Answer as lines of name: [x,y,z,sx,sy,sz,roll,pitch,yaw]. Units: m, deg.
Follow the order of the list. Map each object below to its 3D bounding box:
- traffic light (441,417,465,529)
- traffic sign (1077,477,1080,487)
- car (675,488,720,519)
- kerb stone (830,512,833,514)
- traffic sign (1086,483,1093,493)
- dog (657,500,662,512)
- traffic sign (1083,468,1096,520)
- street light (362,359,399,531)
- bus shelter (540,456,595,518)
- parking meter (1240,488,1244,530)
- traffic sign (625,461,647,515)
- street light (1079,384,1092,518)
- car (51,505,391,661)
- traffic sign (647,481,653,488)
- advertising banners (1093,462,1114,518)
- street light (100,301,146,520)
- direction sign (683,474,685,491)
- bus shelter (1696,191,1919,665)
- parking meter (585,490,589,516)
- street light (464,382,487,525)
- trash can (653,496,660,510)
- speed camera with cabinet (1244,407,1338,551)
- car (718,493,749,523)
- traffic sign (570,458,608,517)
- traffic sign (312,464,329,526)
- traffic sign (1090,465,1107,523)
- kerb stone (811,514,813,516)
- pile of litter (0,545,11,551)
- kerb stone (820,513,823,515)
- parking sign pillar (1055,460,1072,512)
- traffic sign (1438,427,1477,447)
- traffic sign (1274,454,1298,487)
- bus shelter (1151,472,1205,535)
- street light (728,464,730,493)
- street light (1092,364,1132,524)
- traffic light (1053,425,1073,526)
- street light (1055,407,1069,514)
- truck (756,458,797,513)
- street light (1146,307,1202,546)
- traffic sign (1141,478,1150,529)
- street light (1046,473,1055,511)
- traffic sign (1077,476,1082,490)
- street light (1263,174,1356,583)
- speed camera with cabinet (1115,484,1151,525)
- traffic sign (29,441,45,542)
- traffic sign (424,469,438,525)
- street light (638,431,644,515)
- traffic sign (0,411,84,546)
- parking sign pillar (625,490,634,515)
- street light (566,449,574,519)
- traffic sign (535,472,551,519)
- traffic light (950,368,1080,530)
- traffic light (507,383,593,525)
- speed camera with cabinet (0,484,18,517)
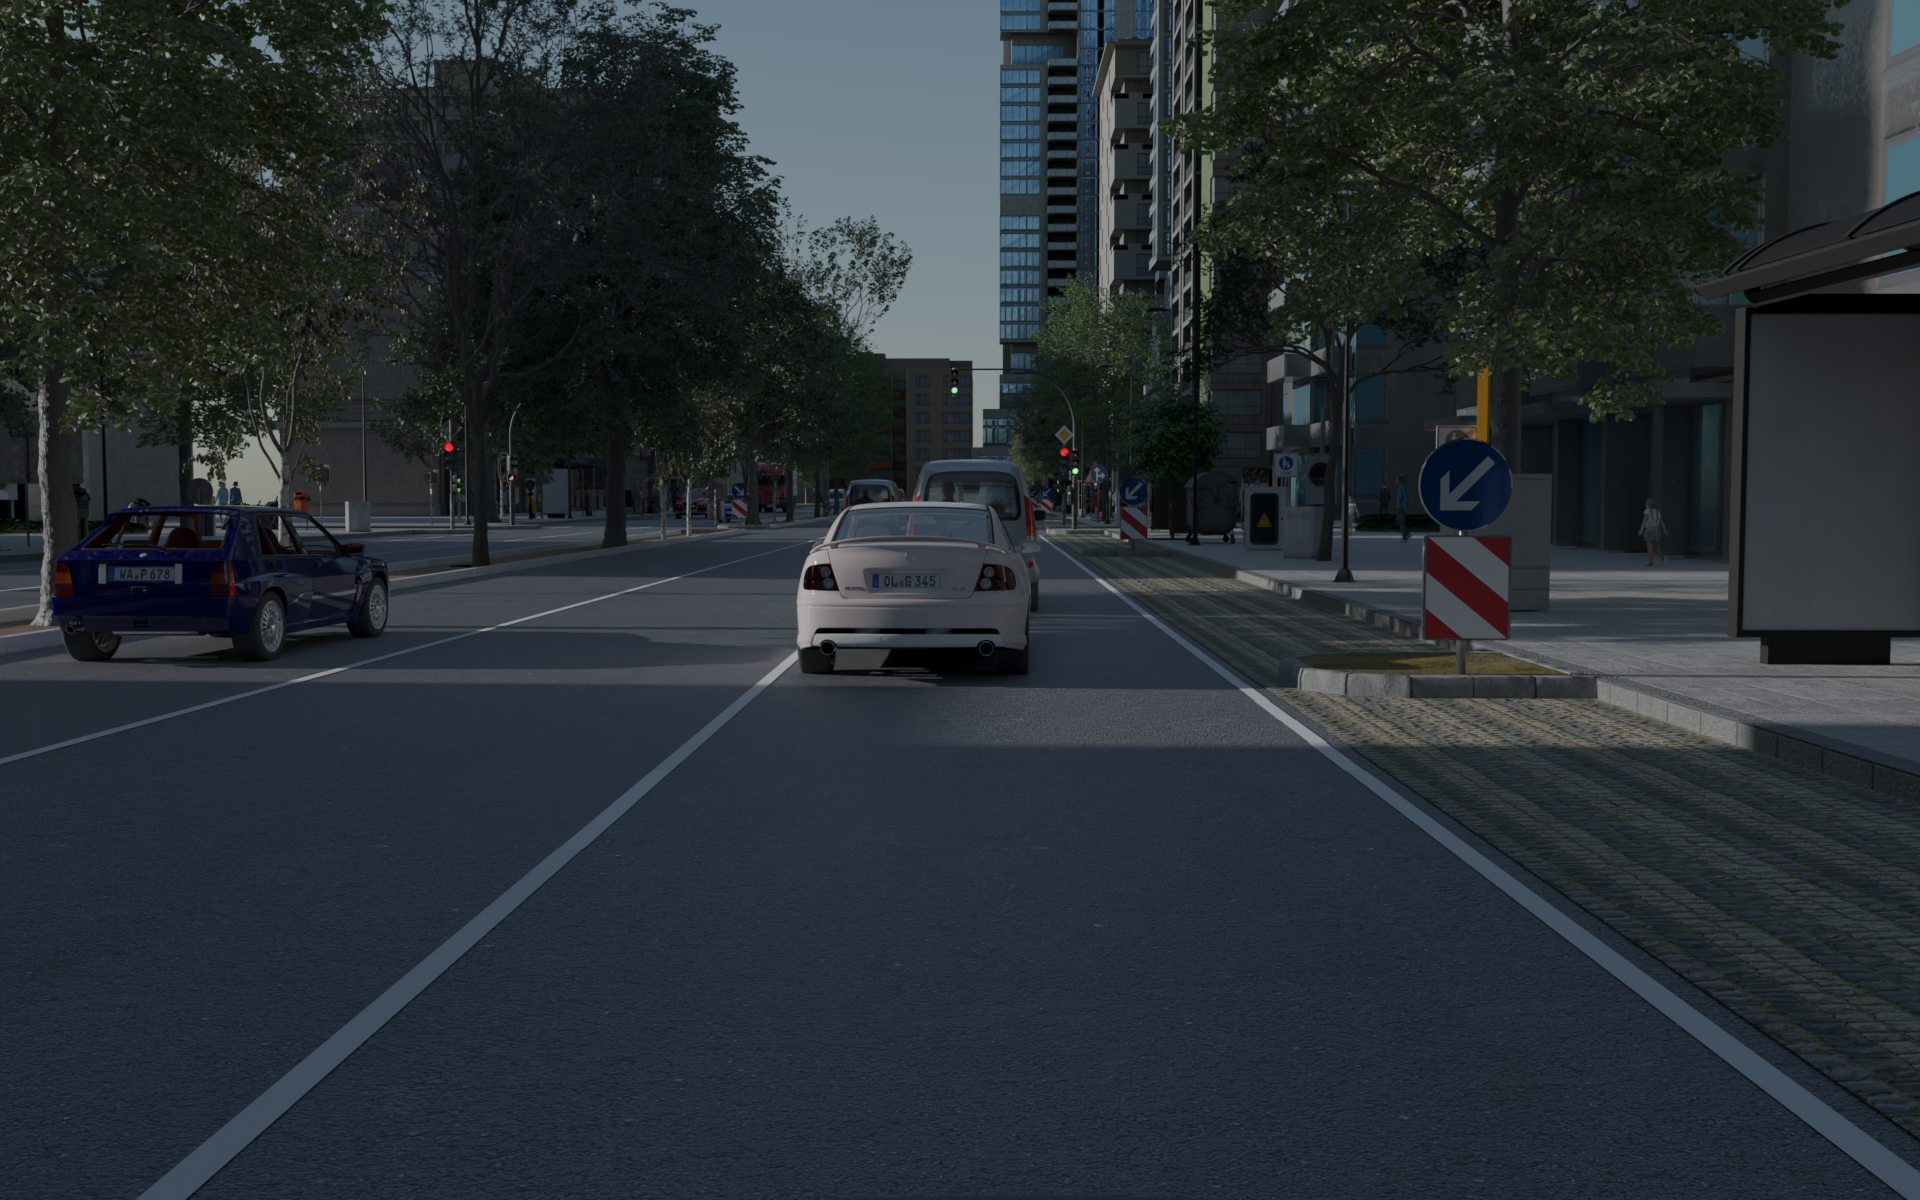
traffic light: [-18.441,-4.525,62.907,0.839,4.253,0.868,0,4,1]
traffic sign: [8.346,-7.573,123.817,0.884,2.594,0.081,0,4,2]
car: [-15.248,-5.652,101.077,2.281,1.827,5.304,0,4,2]
kerb stone: [-9.207,-6.236,124.200,0.120,0.150,1.000,0,4,1]
traffic sign: [9.337,-7.798,127.504,0.884,2.594,0.081,0,4,8]
dog: [-22.056,-6.869,126.686,0.513,0.831,0.800,0,4,-7]
traffic sign: [6.550,-5.283,86.385,0.884,2.594,0.081,0,4,6]
street light: [-20.001,-5.333,59.734,1.470,5.913,1.316,0,4,1]
bus shelter: [-21.404,-6.128,94.110,2.014,3.302,5.546,0,4,1]
parking meter: [10.117,-3.398,61.272,0.399,1.863,0.255,1,4,9]
traffic sign: [-20.357,-6.888,106.496,2.265,3.308,0.079,0,4,6]
street light: [5.739,-6.174,73.481,1.470,5.913,1.316,0,4,1]
car: [-6.713,-0.221,16.187,1.945,1.354,3.894,0,4,2]
traffic sign: [-21.798,-7.299,121.463,0.606,2.300,0.079,0,4,3]
advertising banners: [7.748,-5.979,93.936,0.090,3.025,2.074,-2,4,-28]
street light: [-20.157,-4.237,41.824,1.470,5.913,1.316,0,4,1]
direction sign: [-20.168,-8.230,126.561,0.379,3.537,0.876,-1,4,-9]
bus shelter: [6.576,-1.013,10.480,2.014,3.302,5.546,0,4,1]
parking meter: [-21.521,-5.786,100.316,0.255,1.863,0.399,1,4,11]
street light: [-19.829,-6.051,71.476,1.470,5.913,1.316,0,4,1]
trash can: [-20.913,-6.541,118.602,0.748,1.137,0.748,0,3,0]
speed camera with cabinet: [7.534,-2.758,39.437,2.038,3.252,0.660,1,4,15]
car: [-11.310,-4.810,88.234,1.945,1.707,3.694,0,4,2]
traffic sign: [-20.883,-6.329,97.355,2.265,3.308,0.079,0,4,6]
traffic sign: [-21.762,-3.478,58.998,0.606,2.300,0.079,0,4,8]
traffic sign: [6.173,-4.720,77.285,0.768,2.556,0.104,0,4,4]
kerb stone: [-9.437,-5.236,107.799,0.120,0.150,1.000,0,4,1]
pile of litter: [-22.053,-1.514,38.720,1.176,0.858,1.719,2,4,35]
kerb stone: [-9.300,-5.862,118.044,0.120,0.150,1.000,0,4,1]
parking sign pillar: [7.392,-8.116,121.166,1.447,3.967,1.447,-1,4,-20]
traffic sign: [7.389,-1.450,25.829,0.606,2.300,0.079,0,4,2]
traffic sign: [8.189,-2.534,43.555,0.606,2.300,0.079,1,4,8]
bus shelter: [7.061,-4.007,56.801,1.731,3.624,6.357,0,4,1]
street light: [-18.717,-10.501,144.225,1.470,5.913,1.316,0,4,1]
street light: [5.602,-5.482,62.173,1.470,5.913,1.316,0,4,1]
traffic light: [4.229,-4.995,70.594,0.839,4.253,0.868,0,4,1]
street light: [5.960,-7.297,91.840,1.470,5.913,1.316,0,4,1]
truck: [-14.595,-9.085,137.447,2.839,4.237,11.283,0,4,-1]
street light: [5.326,-4.318,43.140,1.470,5.913,1.316,0,4,1]
traffic sign: [6.848,-3.841,62.801,0.884,2.594,0.081,1,4,10]
street light: [6.248,-8.392,109.748,1.470,5.913,1.316,0,4,1]
traffic sign: [8.507,-7.672,125.543,0.768,2.556,0.104,0,4,3]
street light: [5.063,-3.214,25.087,1.470,5.913,1.316,0,4,1]
speed camera with cabinet: [7.510,-4.753,72.048,2.038,3.252,0.660,0,4,0]
traffic sign: [-21.587,-2.492,40.846,0.768,2.556,0.104,0,4,5]
traffic sign: [-21.797,-4.238,71.421,0.606,2.300,0.079,1,4,10]
street light: [-19.286,-8.258,107.555,1.470,5.913,1.316,0,4,1]
traffic sign: [-22.520,-2.964,42.342,2.265,3.308,0.079,0,4,6]
parking sign pillar: [-21.140,-7.323,108.196,1.447,3.967,1.447,0,4,-6]
street light: [-19.626,-7.146,89.386,1.470,5.913,1.316,0,4,1]
traffic sign: [-21.322,-5.409,88.442,0.884,2.594,0.081,0,4,6]
traffic light: [2.025,-5.372,62.498,4.771,5.953,1.251,0,4,1]
traffic light: [-16.237,-5.886,70.897,4.771,5.953,1.251,0,4,1]
speed camera with cabinet: [-40.038,-4.722,71.538,2.038,3.252,0.660,1,4,10]
